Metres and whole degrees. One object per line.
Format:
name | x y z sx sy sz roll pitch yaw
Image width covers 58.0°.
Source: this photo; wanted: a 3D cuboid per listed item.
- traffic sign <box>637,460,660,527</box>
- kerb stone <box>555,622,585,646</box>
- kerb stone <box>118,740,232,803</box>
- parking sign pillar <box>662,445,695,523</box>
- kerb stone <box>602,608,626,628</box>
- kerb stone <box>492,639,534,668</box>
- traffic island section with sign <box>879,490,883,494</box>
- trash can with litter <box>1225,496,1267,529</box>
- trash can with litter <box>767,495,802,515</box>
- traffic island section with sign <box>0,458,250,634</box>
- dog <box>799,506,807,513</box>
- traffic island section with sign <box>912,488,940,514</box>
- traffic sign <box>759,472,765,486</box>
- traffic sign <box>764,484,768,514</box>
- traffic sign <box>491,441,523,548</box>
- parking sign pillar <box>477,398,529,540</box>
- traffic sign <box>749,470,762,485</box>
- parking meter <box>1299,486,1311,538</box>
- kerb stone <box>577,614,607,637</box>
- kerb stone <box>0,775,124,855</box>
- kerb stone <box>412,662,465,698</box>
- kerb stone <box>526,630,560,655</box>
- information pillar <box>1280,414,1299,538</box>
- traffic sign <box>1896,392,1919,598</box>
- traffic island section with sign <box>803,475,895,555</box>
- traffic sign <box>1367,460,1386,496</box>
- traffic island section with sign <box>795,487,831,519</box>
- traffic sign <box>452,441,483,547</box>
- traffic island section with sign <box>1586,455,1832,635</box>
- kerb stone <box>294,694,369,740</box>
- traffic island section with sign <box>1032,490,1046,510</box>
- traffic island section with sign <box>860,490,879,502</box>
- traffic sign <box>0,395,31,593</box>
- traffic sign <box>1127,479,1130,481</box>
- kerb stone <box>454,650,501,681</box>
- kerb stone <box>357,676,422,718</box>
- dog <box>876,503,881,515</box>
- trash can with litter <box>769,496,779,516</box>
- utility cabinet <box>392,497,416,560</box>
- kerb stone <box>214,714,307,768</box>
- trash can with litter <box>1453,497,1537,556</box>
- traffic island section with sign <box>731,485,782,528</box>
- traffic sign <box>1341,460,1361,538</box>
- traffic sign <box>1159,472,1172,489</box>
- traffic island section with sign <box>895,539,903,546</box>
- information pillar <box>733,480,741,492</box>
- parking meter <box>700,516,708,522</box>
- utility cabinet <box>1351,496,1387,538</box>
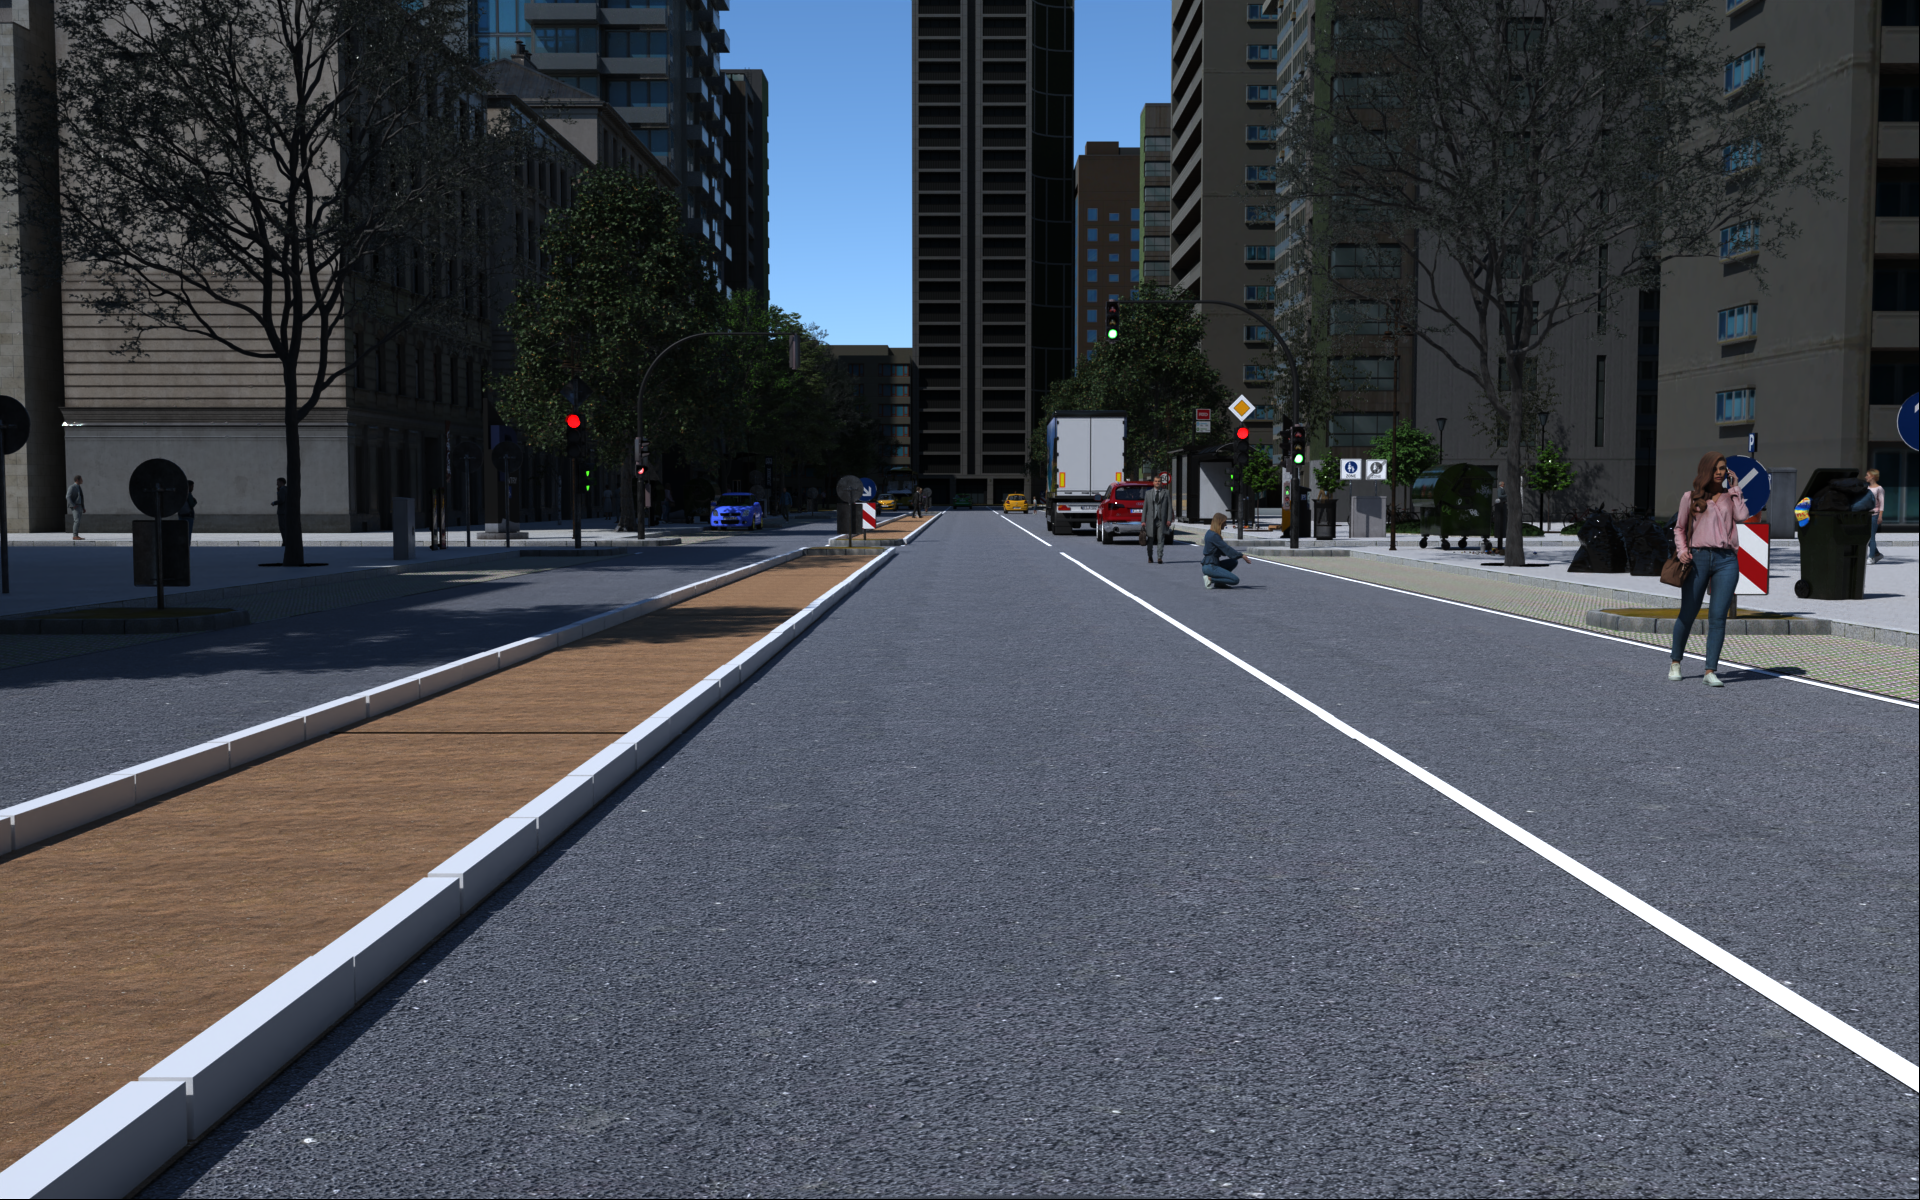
traffic sign | -11.933 -4.061 66.408 0.884 2.594 0.081 0 4 1
kerb stone | -3.800 0.348 16.640 0.120 0.150 1.000 0 4 0
kerb stone | -3.837 0.843 8.443 0.120 0.150 1.000 0 4 0
parking sign pillar | -12.537 -5.409 76.907 1.447 3.967 1.447 1 4 10
kerb stone | -3.791 0.217 18.691 0.120 0.150 1.000 0 4 0
kerb stone | -3.800 0.465 14.593 0.120 0.150 1.000 0 4 0
traffic island section with sign | -8.234 -10.371 178.194 1.989 1.847 2.006 0 4 0
trash can with litter | 10.737 -3.272 64.555 1.678 1.210 2.233 0 4 7
trash can with litter | -11.473 -6.415 115.944 2.233 1.210 1.678 -1 4 -23
traffic island section with sign | -8.795 -0.605 18.517 1.989 1.847 2.006 0 4 0
dog | -10.648 -6.158 117.518 0.540 0.507 0.406 -2 4 -30
traffic island section with sign | -2.369 -7.067 123.681 2.006 1.907 1.989 0 4 0
traffic sign | -11.722 -6.213 101.696 0.768 2.556 0.104 0 4 1
traffic sign | -12.680 -6.973 114.107 0.768 2.556 0.104 0 4 2
traffic sign | -10.854 -2.533 41.513 0.768 2.556 0.104 0 4 4
parking sign pillar | -13.060 -3.724 49.355 1.447 3.967 1.447 1 4 13
traffic sign | -10.902 -5.633 92.203 0.768 2.556 0.104 0 4 3
parking meter | 10.199 -2.619 51.232 0.372 1.533 0.369 0 3 0
kerb stone | -3.794 0.278 17.669 0.120 0.150 1.000 0 4 0
kerb stone | -3.831 0.904 7.414 0.120 0.150 1.000 0 4 0
kerb stone | -3.811 0.590 12.544 0.120 0.150 1.000 0 4 0
kerb stone | -3.809 0.408 15.618 0.120 0.150 1.000 0 4 0
information pillar | 9.633 -3.620 50.536 0.504 3.616 0.183 0 4 -4
traffic sign | 11.849 -1.293 21.246 0.768 2.556 0.104 0 4 7
traffic island section with sign | -2.660 -2.018 41.135 2.006 1.907 1.989 0 4 0
traffic sign | 12.382 -3.024 51.572 0.606 2.300 0.079 0 4 5
traffic island section with sign | -8.510 -5.617 100.466 1.989 1.847 2.006 0 4 0
traffic sign | -11.900 -2.554 41.869 0.768 2.556 0.104 0 4 6
traffic island section with sign | 7.826 -0.599 18.430 1.989 1.847 2.006 0 4 0
kerb stone | -3.831 0.716 10.492 0.120 0.150 1.000 0 4 0
traffic island section with sign | 8.390 -10.365 178.088 1.989 1.847 2.006 0 4 0
traffic island section with sign | -8.334 -8.687 150.667 1.989 1.847 2.006 0 4 0
traffic sign | -12.347 -1.359 22.329 0.768 2.556 0.104 0 4 4
traffic sign | 11.099 -6.977 116.199 0.606 2.300 0.079 1 4 9
kerb stone | -3.812 0.528 13.566 0.120 0.150 1.000 0 4 0
kerb stone | -3.815 0.653 11.520 0.120 0.150 1.000 0 4 0
dog | -5.395 -6.129 117.051 0.513 0.831 0.800 2 4 27
trash can with litter | -11.114 -5.657 103.881 0.624 1.170 1.055 -1 4 -13
utility cabinet | -10.962 -1.408 34.180 0.306 1.237 1.020 -1 4 -10
kerb stone | -3.837 0.778 9.470 0.120 0.150 1.000 0 4 0
trash can with litter | 11.392 -1.571 36.751 1.678 1.210 2.233 1 4 12
traffic island section with sign | -8.592 -3.968 73.511 1.989 1.847 2.006 0 4 0
traffic sign | 11.365 -2.953 50.408 0.606 2.300 0.079 0 4 3
traffic sign | 11.606 -5.997 98.157 0.768 2.556 0.104 0 4 8
traffic island section with sign | -2.624 -2.471 48.543 2.006 1.907 1.989 0 4 0
information pillar | -11.658 -5.258 90.453 0.304 2.012 0.304 1 4 22
parking meter | -11.925 -4.415 80.600 0.372 1.533 0.369 0 3 0
utility cabinet | 12.068 -2.450 51.218 1.020 1.237 0.306 0 4 -8
